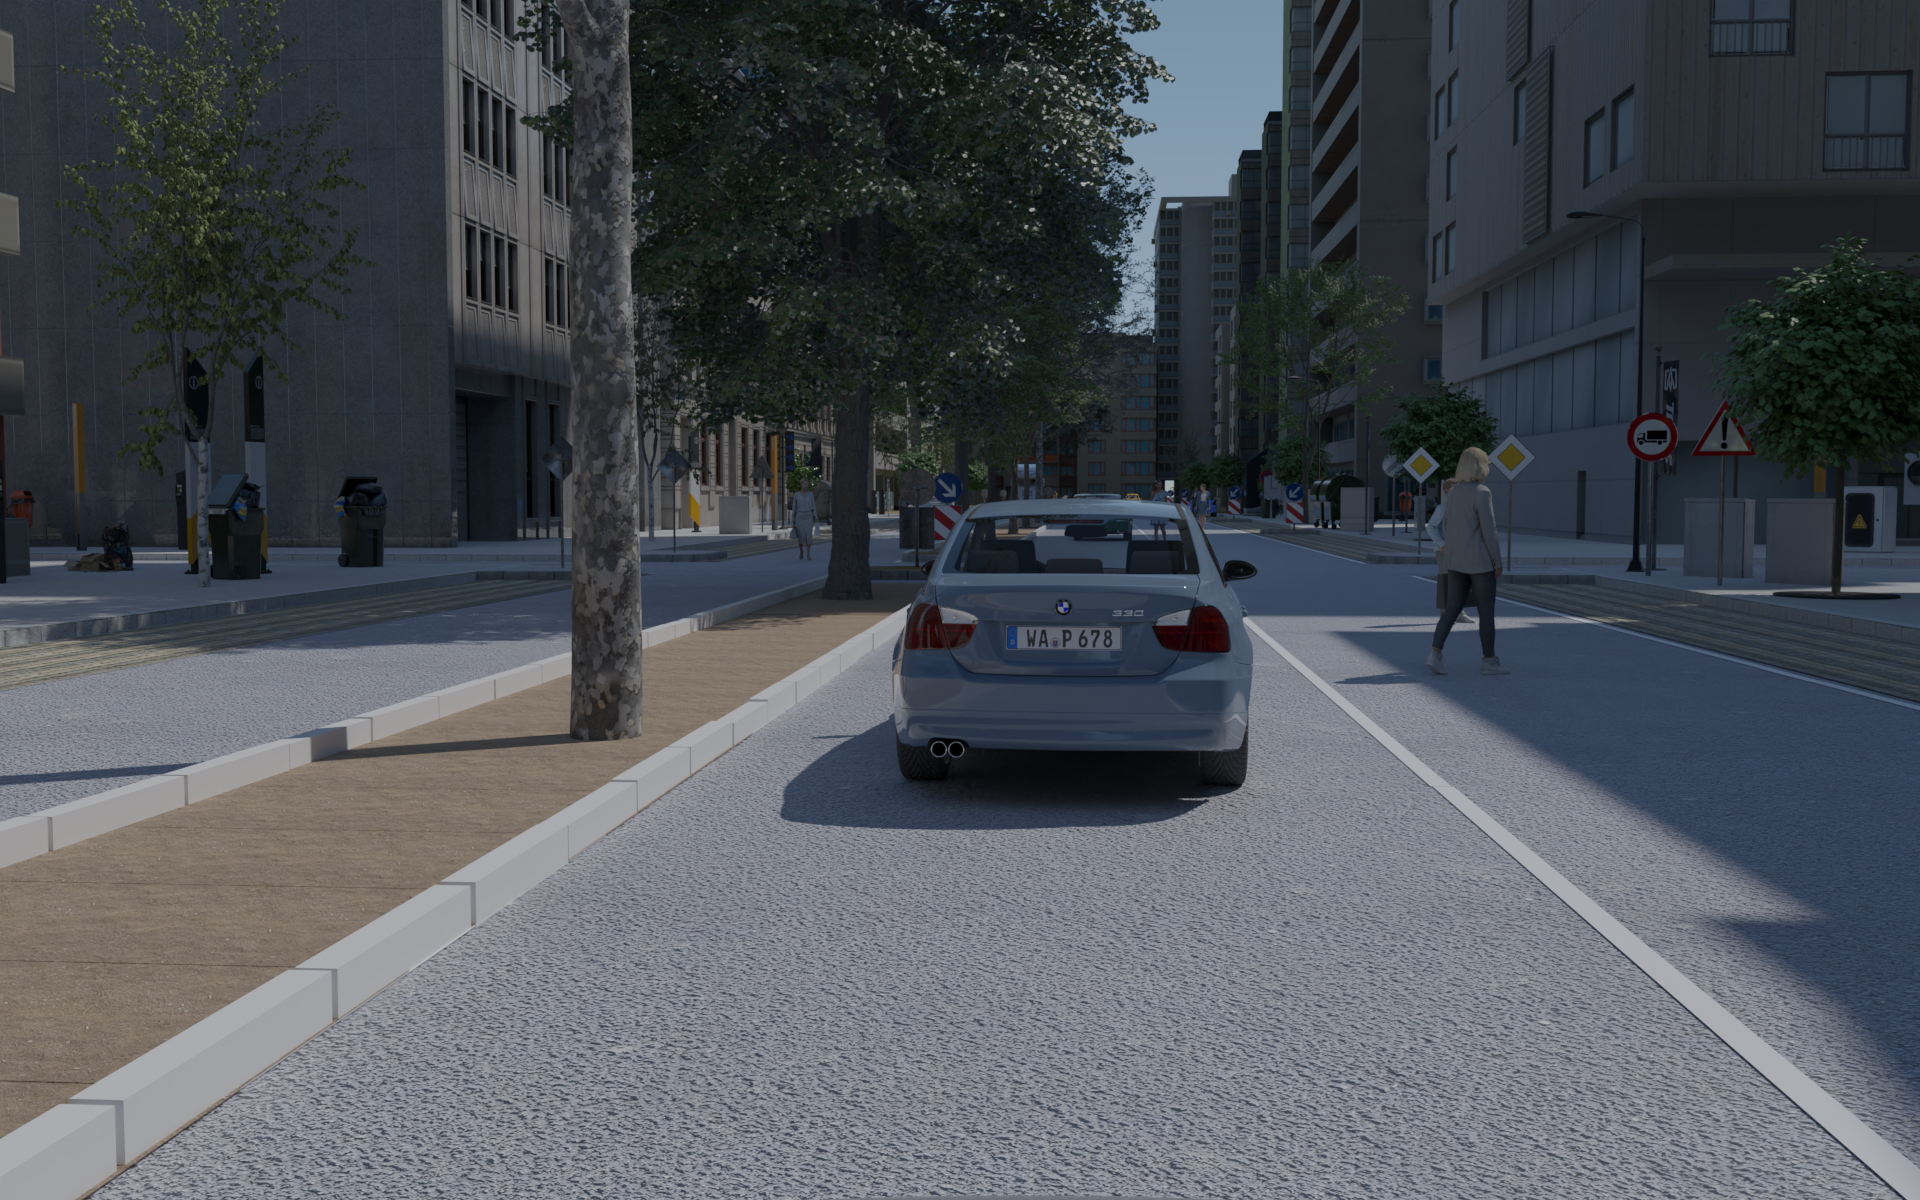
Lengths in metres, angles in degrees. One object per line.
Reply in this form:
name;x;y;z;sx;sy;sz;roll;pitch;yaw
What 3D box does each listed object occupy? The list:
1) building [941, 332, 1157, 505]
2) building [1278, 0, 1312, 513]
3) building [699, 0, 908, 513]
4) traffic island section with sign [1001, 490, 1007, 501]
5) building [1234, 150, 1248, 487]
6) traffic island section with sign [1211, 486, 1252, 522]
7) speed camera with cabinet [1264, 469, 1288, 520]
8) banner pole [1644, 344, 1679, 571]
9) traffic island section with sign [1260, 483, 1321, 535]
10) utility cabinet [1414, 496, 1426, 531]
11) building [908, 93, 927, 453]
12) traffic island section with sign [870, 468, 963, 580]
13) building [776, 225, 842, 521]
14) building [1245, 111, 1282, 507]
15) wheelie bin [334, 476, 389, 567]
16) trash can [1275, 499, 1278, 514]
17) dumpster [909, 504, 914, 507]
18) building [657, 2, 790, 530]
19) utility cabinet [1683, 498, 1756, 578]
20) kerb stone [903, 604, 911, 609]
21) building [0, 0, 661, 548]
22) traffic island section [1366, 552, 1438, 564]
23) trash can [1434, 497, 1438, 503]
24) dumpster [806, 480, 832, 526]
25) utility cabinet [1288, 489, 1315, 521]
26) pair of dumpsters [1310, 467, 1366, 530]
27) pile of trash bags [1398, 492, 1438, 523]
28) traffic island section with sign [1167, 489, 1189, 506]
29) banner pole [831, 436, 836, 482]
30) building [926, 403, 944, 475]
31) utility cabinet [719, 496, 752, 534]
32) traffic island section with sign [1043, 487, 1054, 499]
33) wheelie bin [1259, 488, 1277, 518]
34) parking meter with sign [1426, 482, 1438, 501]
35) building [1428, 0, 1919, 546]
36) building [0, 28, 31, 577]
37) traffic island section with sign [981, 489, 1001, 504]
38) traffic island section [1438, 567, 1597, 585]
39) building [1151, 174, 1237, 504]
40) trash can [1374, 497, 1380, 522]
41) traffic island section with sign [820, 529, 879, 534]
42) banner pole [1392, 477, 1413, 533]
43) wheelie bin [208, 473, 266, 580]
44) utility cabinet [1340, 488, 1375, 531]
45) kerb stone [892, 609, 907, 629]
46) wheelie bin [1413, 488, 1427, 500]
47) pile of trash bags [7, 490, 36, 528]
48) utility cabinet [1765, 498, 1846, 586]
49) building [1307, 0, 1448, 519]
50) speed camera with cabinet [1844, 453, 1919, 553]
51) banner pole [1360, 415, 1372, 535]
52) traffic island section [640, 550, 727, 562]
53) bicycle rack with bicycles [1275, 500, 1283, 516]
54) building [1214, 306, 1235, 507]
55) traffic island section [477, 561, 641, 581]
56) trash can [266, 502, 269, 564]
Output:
building;9.118;-22.491;212.764;28.899;21.520;27.650;0;4;5
building;28.971;-26.627;118.948;14.154;41.232;14.086;0;4;5
building;-15.482;-30.615;124.253;21.300;48.544;21.600;0;4;5
traffic island section with sign;4.254;-9.685;166.974;1.989;1.847;2.006;0;4;5
building;30.387;-22.994;147.655;14.160;30.474;14.107;0;4;5
traffic island section with sign;13.885;-4.903;88.789;1.989;1.847;2.006;0;4;5
speed camera with cabinet;16.345;-5.674;87.104;2.038;3.252;0.660;-1;4;-15
banner pole;11.700;-2.372;28.794;0.401;3.779;0.863;0;4;-8
traffic island section with sign;11.768;-3.259;61.917;1.989;1.847;2.006;0;4;5
utility cabinet;15.998;-3.004;60.271;0.306;1.237;1.020;1;4;9
building;-10.359;-28.061;142.392;14.154;41.232;14.086;0;4;5
traffic island section with sign;-0.808;-1.324;29.786;2.006;1.907;1.989;0;4;5
building;-12.231;-13.877;91.511;10.561;19.102;19.286;0;4;5
building;30.011;-22.124;133.431;14.160;30.474;14.107;0;4;5
wheelie bin;-10.511;-1.385;30.548;0.693;1.594;0.980;2;4;34
trash can;19.153;-5.782;106.184;0.748;1.137;0.748;0;3;0
dumpster;-2.868;-6.383;106.862;1.502;2.255;1.985;0;4;4
building;-14.394;-14.384;71.332;11.583;22.565;21.152;0;4;5
utility cabinet;11.757;-0.958;26.828;0.306;1.237;1.020;-2;4;-33
kerb stone;-0.577;0.167;19.496;0.120;0.150;1.000;0;4;5
building;-17.283;-14.236;50.777;12.078;24.808;19.932;0;4;5
traffic island section;9.760;-0.883;36.723;2.009;0.180;2.903;0;4;5
trash can;21.851;-4.088;78.488;0.748;1.137;0.748;0;3;0
dumpster;-5.759;-3.985;70.914;1.264;1.857;1.865;0;4;5
utility cabinet;15.857;-4.387;80.403;1.173;1.500;0.318;2;4;32
pair of dumpsters;14.030;-3.776;64.227;1.574;2.255;4.437;0;4;5
pile of trash bags;20.862;-4.086;76.562;1.912;1.369;3.447;-3;5;-40
traffic island section with sign;17.798;-7.928;138.256;1.989;1.847;2.006;0;4;5
banner pole;-5.355;-5.172;74.582;0.401;3.779;0.863;-3;5;-43
building;-13.956;-29.333;171.474;23.993;40.220;32.217;0;4;5
utility cabinet;-7.177;-2.704;55.376;1.020;1.237;0.306;1;4;12
traffic island section with sign;5.700;-6.357;112.075;2.006;1.907;1.989;0;4;5
wheelie bin;16.216;-5.102;91.330;0.980;1.594;0.693;-1;4;-17
parking meter with sign;22.301;-5.214;81.517;1.738;3.016;0.543;1;4;18
building;30.097;-28.315;52.195;27.495;52.752;28.713;0;4;5
building;-30.162;-10.337;14.057;28.899;21.520;27.650;0;4;5
traffic island section with sign;2.080;-8.007;139.535;1.989;1.847;2.006;0;4;5
traffic island section;9.130;-0.396;28.763;2.009;0.180;2.903;0;4;5
building;35.778;-31.858;212.758;23.993;40.220;32.217;0;4;5
trash can;18.822;-4.127;79.131;0.748;1.137;0.748;0;3;0
traffic island section with sign;-3.991;-3.310;62.745;1.989;1.847;2.006;0;4;5
banner pole;14.598;-4.111;57.228;0.863;3.779;0.401;-2;4;-27
wheelie bin;-10.928;-1.114;26.124;0.980;1.594;0.693;2;4;35
utility cabinet;13.621;-3.099;59.345;0.318;1.500;1.173;-3;5;-42
kerb stone;-0.660;0.227;18.478;0.120;0.150;1.000;0;4;5
wheelie bin;22.704;-4.707;84.860;0.980;1.594;0.693;1;4;16
pile of trash bags;-22.438;-1.843;39.882;1.912;1.369;3.447;0;4;2
utility cabinet;12.013;-0.823;24.620;0.306;1.237;1.020;-2;4;-32
building;31.479;-28.879;95.865;21.300;48.544;21.600;0;4;5
speed camera with cabinet;20.156;-2.634;37.399;0.660;3.252;2.038;-2;4;-35
banner pole;12.982;-3.981;55.114;0.401;3.779;0.863;1;4;23
traffic island section;-6.281;-0.961;37.992;2.009;0.180;2.903;0;4;5
bicycle rack with bicycles;19.476;-5.534;103.855;2.852;0.926;2.925;0;4;1
building;39.782;-19.797;168.717;27.650;21.520;28.899;0;4;5
traffic island section;-6.911;-0.474;30.032;2.009;0.180;2.903;0;4;5
trash can;-12.400;-1.129;30.121;0.748;1.137;0.748;0;3;0
